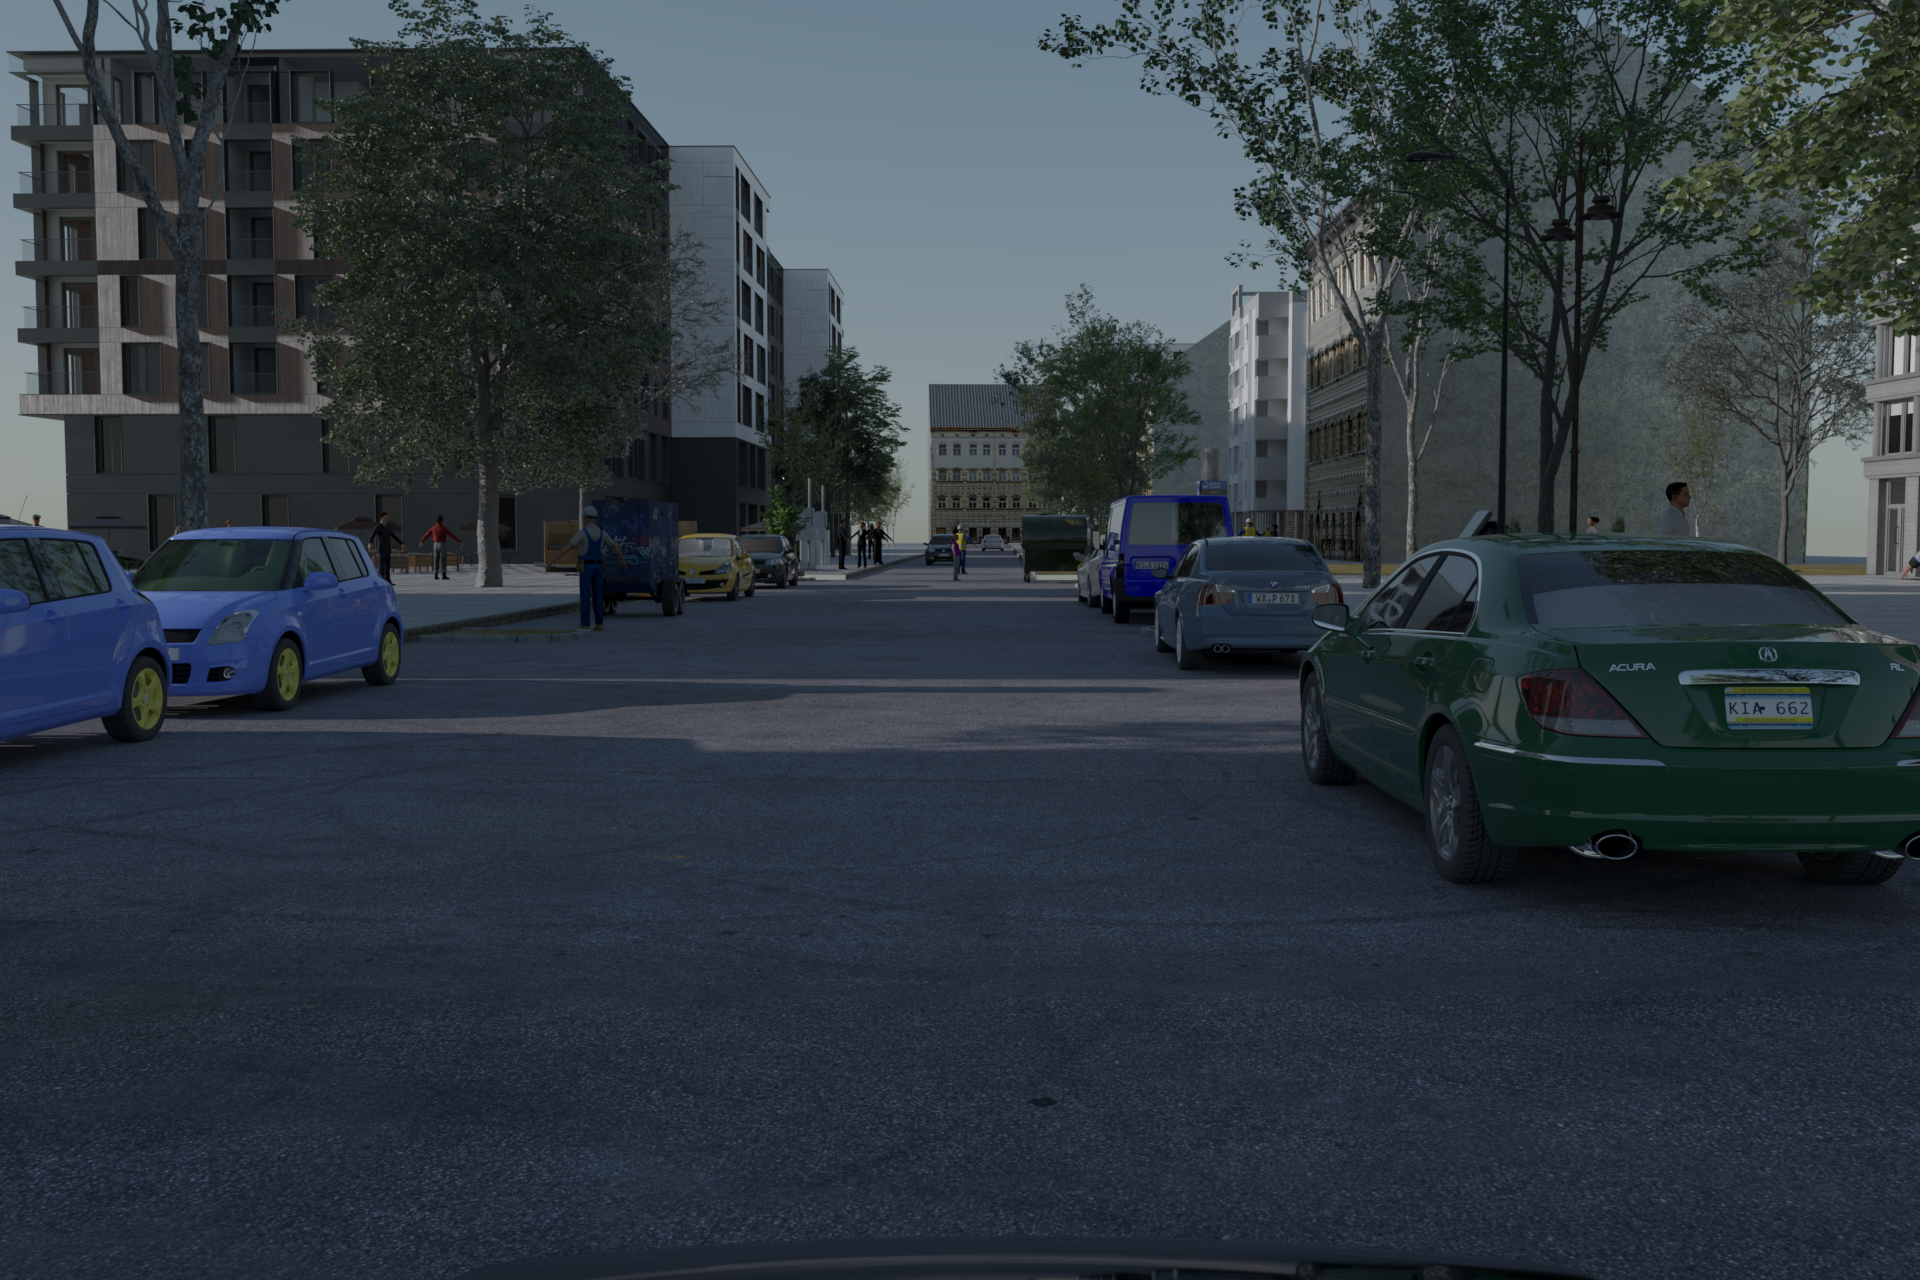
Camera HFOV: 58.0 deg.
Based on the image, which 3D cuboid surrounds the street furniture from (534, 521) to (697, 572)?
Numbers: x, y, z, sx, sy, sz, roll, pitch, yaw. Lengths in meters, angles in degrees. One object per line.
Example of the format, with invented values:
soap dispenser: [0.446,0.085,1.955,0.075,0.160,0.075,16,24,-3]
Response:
street furniture: [-10.839,-3.396,62.379,9.812,1.723,11.010,-1,4,-14]

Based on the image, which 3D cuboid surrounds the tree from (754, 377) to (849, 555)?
tree: [-7.542,-8.047,81.925,4.737,8.622,4.395,0,3,0]

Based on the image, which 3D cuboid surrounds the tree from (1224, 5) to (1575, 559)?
tree: [16.090,-12.701,63.555,12.611,20.169,13.585,0,3,0]

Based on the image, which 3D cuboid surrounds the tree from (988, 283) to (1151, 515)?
tree: [8.493,-16.983,133.567,12.611,20.169,13.585,0,3,0]

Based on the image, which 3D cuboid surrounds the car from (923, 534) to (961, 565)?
car: [-0.693,-4.337,80.690,2.009,1.686,4.222,0,4,1]

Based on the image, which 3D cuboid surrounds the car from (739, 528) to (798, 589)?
car: [-5.394,-2.261,46.747,2.009,1.686,4.222,0,4,1]

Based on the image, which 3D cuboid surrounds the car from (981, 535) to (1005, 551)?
car: [2.756,-8.148,145.575,2.083,1.381,4.827,0,4,1]

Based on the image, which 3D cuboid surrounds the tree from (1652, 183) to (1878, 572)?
tree: [28.232,-9.079,58.810,12.009,13.543,11.850,0,3,0]

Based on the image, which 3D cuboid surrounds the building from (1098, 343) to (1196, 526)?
building: [29.895,-21.892,201.904,27.936,21.610,32.646,0,4,1]

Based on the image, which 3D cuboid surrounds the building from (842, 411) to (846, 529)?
building: [-22.355,-21.822,187.726,19.493,23.208,18.063,0,4,1]

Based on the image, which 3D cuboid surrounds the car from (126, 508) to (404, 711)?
car: [-6.248,-0.340,15.150,1.945,1.707,3.694,0,4,1]

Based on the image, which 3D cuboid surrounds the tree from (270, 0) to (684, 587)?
tree: [-11.336,-8.260,41.711,9.857,13.997,8.962,0,3,0]

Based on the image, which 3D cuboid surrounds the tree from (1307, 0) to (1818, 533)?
tree: [9.619,-6.232,27.650,9.928,11.665,9.643,0,3,0]

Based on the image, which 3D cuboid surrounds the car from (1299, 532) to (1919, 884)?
car: [2.910,0.200,8.522,2.131,1.459,4.920,0,4,0]

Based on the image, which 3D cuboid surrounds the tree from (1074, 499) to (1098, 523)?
tree: [20.241,-20.915,248.607,9.857,13.997,8.962,0,3,0]

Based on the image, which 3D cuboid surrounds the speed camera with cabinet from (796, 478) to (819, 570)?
speed camera with cabinet: [-5.472,-4.141,62.038,0.660,3.252,2.038,0,4,3]

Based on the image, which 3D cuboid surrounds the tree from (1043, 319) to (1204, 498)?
tree: [8.152,-9.745,85.090,9.928,11.665,9.643,0,3,0]

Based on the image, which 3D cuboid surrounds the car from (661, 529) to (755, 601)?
car: [-5.583,-1.715,38.272,2.015,1.641,3.980,0,4,1]

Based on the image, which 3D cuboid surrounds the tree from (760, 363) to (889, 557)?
tree: [-7.328,-9.840,95.291,7.601,10.594,8.767,1,4,8]

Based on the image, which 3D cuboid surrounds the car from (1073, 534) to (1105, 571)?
car: [3.637,-1.799,39.642,2.015,1.641,3.980,0,4,0]

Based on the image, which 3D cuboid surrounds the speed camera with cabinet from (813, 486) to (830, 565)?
speed camera with cabinet: [-5.764,-4.718,71.472,0.660,3.252,2.038,0,4,1]

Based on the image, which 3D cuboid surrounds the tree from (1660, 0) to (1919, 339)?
tree: [8.499,-5.740,11.983,7.486,12.596,7.792,0,3,0]

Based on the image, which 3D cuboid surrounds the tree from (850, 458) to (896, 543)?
tree: [-12.860,-20.333,250.572,7.486,12.596,7.792,0,3,0]

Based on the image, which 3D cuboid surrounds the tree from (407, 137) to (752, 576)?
tree: [-11.636,-8.734,53.168,12.009,13.543,11.850,0,3,0]

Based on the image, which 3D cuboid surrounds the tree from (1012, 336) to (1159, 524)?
tree: [8.130,-12.382,109.093,9.857,13.997,8.962,0,3,0]

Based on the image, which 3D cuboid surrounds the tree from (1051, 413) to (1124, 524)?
tree: [7.595,-9.117,99.422,4.737,8.622,4.395,0,3,0]

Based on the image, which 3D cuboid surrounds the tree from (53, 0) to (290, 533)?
tree: [-12.965,-10.353,25.165,12.611,20.169,13.585,0,3,0]

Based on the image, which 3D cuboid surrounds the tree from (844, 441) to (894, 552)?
tree: [-6.912,-10.770,126.454,4.360,8.622,3.978,0,3,0]

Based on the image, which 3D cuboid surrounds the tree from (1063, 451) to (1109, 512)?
tree: [8.811,-10.381,120.089,4.737,8.622,4.395,0,3,0]

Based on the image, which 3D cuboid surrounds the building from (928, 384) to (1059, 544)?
building: [4.497,-25.606,252.041,18.063,23.208,19.493,0,4,-2]

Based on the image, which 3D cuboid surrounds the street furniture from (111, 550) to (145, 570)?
street furniture: [-29.833,-3.015,64.930,5.734,0.657,10.072,-1,4,-23]

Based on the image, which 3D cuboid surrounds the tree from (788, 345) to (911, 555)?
tree: [-6.852,-11.401,104.538,7.486,12.596,7.792,0,3,0]

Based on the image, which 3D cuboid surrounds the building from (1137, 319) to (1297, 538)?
building: [28.065,-21.122,176.276,19.493,23.208,18.063,0,4,1]

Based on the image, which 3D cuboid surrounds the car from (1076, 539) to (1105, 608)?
car: [3.421,-1.394,35.148,2.083,1.381,4.827,0,4,0]

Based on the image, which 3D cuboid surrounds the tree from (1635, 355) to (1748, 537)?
tree: [30.024,-7.312,69.908,4.360,8.622,3.978,0,3,0]

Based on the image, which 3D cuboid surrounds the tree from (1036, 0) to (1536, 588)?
tree: [8.700,-11.354,41.529,12.611,20.169,13.585,0,3,0]

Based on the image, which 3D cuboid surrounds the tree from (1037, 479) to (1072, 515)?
tree: [8.893,-11.920,145.250,4.360,8.622,3.978,0,3,0]

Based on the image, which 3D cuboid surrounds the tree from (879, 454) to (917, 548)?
tree: [-6.189,-12.747,158.776,4.360,8.622,3.978,0,3,0]

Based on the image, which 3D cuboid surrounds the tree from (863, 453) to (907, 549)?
tree: [-6.307,-12.390,152.945,4.360,8.622,3.978,0,3,0]

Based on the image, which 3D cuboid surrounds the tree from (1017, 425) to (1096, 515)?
tree: [9.109,-14.277,159.190,9.928,11.665,9.643,0,3,0]

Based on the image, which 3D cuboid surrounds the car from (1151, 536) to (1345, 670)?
car: [3.206,-0.461,19.533,2.014,1.417,4.499,0,4,2]

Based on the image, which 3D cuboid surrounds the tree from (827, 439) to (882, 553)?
tree: [-7.502,-10.091,115.343,4.360,8.622,3.978,0,3,0]

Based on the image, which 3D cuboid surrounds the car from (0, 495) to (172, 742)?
car: [-6.476,-0.068,10.703,1.945,1.707,3.694,0,4,2]
